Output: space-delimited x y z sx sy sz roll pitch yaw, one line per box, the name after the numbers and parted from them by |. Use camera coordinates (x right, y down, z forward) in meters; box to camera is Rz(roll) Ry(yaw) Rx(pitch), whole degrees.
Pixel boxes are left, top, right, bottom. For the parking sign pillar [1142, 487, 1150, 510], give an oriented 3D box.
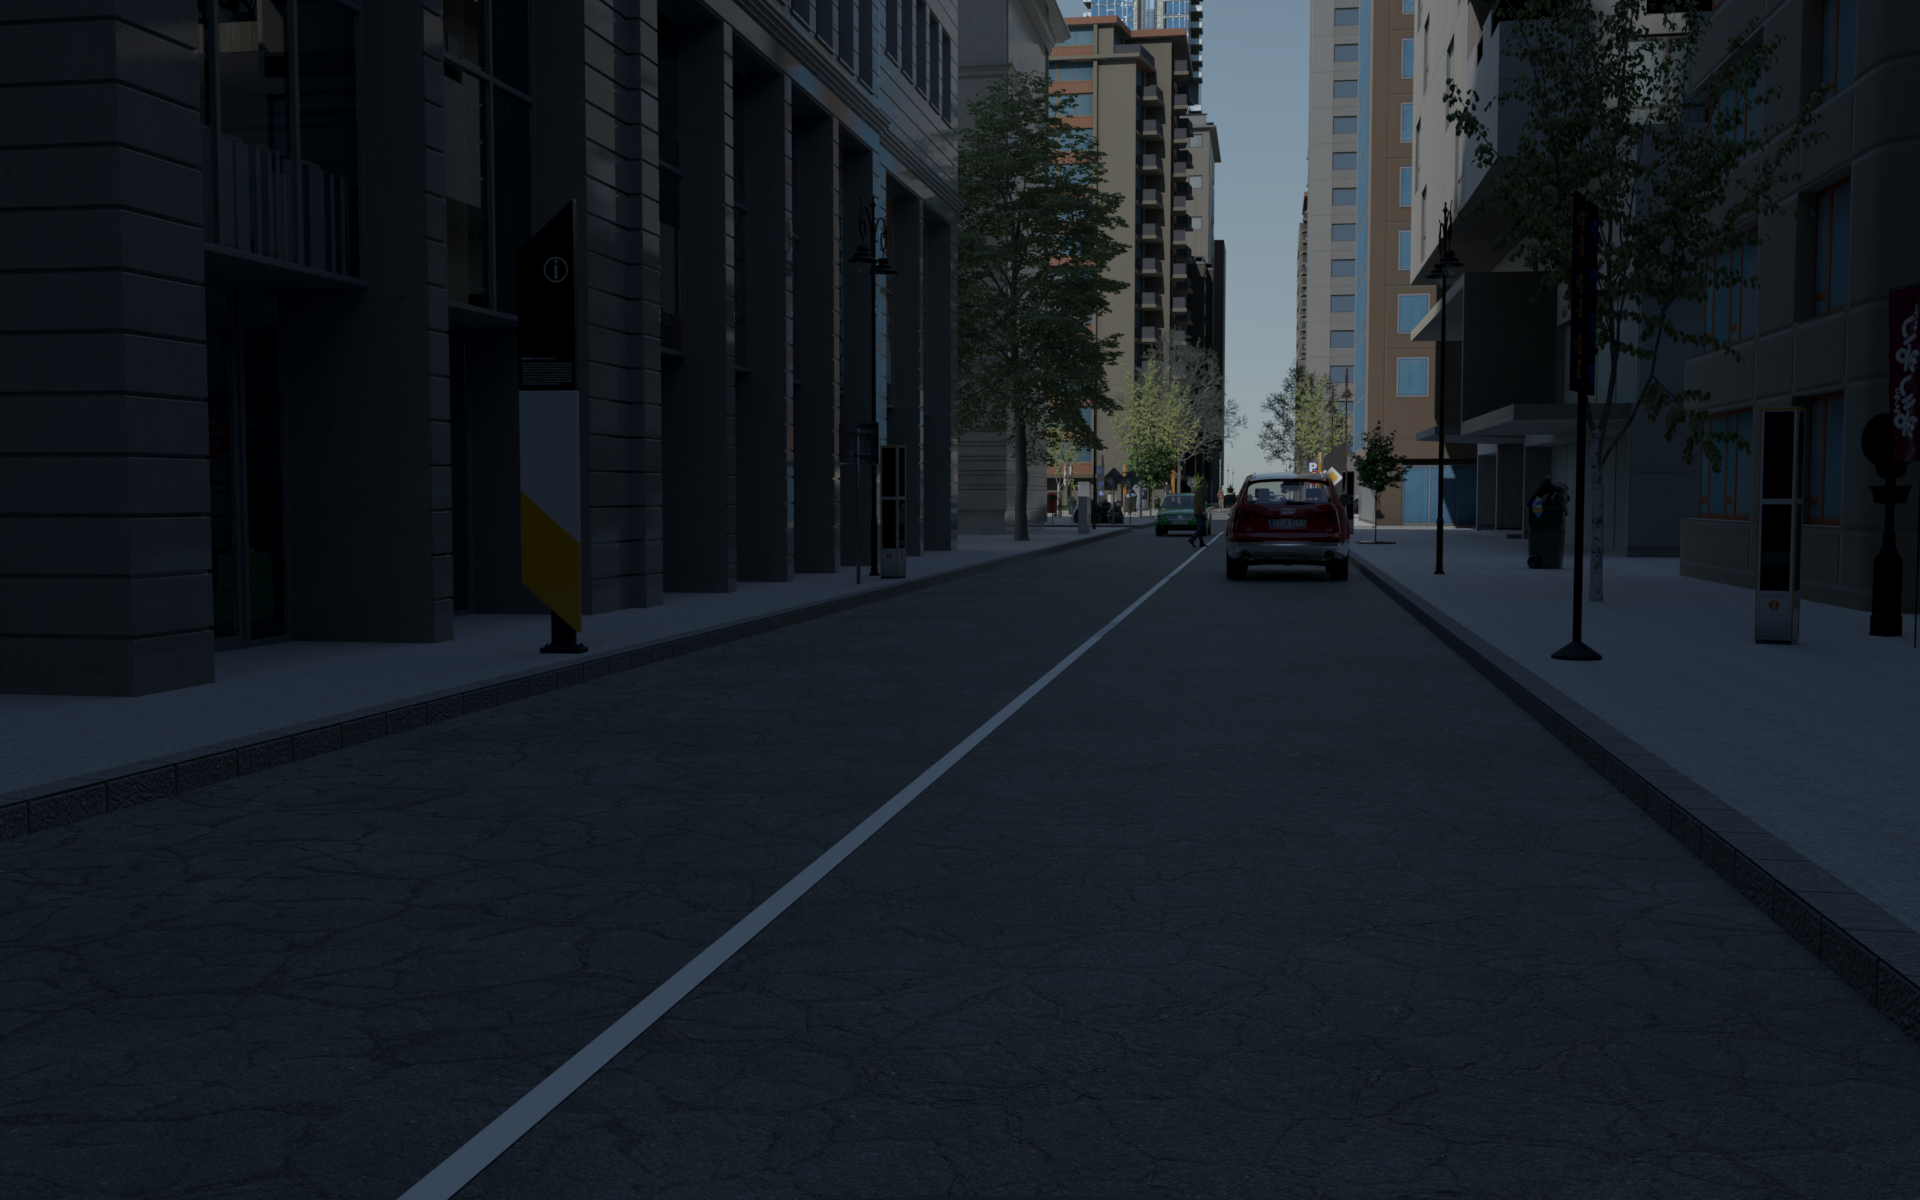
14.180 -9.016 135.878 1.447 3.967 1.447 3 5 42 | parking sign pillar

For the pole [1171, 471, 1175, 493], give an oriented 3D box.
16.393 -8.544 133.541 0.158 3.312 0.155 0 3 0 | pole

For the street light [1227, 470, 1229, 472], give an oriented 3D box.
41.184 -17.944 266.176 0.468 5.910 1.993 1 4 10 | street light

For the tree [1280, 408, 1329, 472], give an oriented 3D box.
27.787 -11.507 138.497 4.360 8.622 3.978 0 3 0 | tree

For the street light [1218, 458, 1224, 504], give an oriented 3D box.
34.830 -15.752 230.338 0.468 5.910 1.993 1 4 10 | street light

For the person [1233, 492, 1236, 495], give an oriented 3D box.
38.258 -14.221 241.684 0.551 1.740 0.621 2 4 31 | person

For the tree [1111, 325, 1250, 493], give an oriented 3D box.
15.893 -13.206 126.290 12.009 13.543 11.850 0 3 0 | tree

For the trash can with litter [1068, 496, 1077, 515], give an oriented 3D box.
7.086 -5.824 106.609 0.624 1.170 1.055 -2 4 -33 | trash can with litter

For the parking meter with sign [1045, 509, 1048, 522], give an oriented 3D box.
3.594 -5.108 79.780 0.543 3.016 1.738 1 4 20 | parking meter with sign

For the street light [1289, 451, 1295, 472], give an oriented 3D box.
35.630 -12.961 184.706 0.468 5.910 1.993 1 4 10 | street light

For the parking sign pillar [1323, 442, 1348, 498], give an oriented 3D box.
19.413 -6.201 89.860 1.447 3.967 1.447 3 4 37 | parking sign pillar

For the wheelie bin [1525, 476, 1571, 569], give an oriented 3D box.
10.135 -1.343 29.860 0.693 1.594 0.980 2 4 24 | wheelie bin

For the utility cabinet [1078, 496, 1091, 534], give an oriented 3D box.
4.024 -2.736 55.896 0.306 1.237 1.020 1 4 12 | utility cabinet

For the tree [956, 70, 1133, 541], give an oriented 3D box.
1.349 -7.892 47.168 7.486 12.596 7.792 0 3 0 | tree

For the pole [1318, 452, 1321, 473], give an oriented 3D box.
17.379 -5.490 83.605 0.158 3.312 0.155 0 3 0 | pole

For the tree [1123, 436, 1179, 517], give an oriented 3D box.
10.781 -7.004 98.229 4.285 4.588 4.351 0 3 0 | tree

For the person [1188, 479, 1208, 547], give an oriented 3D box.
6.471 -2.340 46.675 0.836 1.842 0.656 -3 5 -41 | person

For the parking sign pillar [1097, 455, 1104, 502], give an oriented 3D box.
9.669 -7.980 118.937 1.447 3.967 1.447 0 4 2 | parking sign pillar

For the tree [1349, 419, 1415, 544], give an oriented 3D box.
10.895 -3.067 44.740 1.663 3.219 1.824 0 3 0 | tree

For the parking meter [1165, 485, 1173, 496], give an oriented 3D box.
12.550 -6.015 104.053 0.399 1.863 0.255 -3 4 -36 | parking meter

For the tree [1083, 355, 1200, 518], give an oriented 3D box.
9.736 -8.693 92.501 4.737 8.622 4.395 0 3 0 | tree

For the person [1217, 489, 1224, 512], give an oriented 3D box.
21.483 -8.188 142.342 0.573 1.828 0.580 3 5 44 | person

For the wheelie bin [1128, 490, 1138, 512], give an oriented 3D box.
12.243 -7.085 123.751 0.693 1.594 0.980 -2 4 -34 | wheelie bin

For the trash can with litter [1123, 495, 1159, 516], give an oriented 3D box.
10.439 -5.677 103.883 2.233 1.210 1.678 -3 4 -37 | trash can with litter

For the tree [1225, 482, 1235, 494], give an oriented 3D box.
44.481 -17.755 284.893 1.663 3.219 1.824 0 3 0 | tree

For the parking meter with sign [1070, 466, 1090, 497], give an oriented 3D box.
7.756 -6.850 108.252 1.738 3.016 0.543 0 4 -7 | parking meter with sign

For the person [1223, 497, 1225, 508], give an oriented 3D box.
27.496 -10.353 181.001 0.697 1.427 0.421 2 4 33 | person

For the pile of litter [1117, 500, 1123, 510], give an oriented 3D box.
13.276 -7.862 142.502 1.719 0.858 1.176 -2 4 -29 | pile of litter

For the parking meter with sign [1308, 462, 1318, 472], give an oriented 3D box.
19.493 -6.094 95.896 0.543 3.016 1.738 1 4 9 | parking meter with sign

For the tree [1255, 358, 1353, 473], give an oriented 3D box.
23.758 -11.290 119.006 7.601 10.594 8.767 1 4 14 | tree

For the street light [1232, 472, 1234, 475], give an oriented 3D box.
47.488 -20.089 301.238 0.468 5.910 1.993 1 4 10 | street light

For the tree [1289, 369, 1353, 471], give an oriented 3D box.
21.084 -9.250 101.592 4.737 8.622 4.395 0 3 0 | tree

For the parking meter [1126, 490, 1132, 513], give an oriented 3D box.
11.348 -6.603 116.364 0.372 1.533 0.369 0 3 0 | parking meter

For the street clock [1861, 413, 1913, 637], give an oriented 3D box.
8.376 -0.675 15.609 0.358 2.002 0.471 -1 4 -20 | street clock

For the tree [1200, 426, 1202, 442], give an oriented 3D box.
13.187 -9.765 110.024 4.737 8.622 4.395 0 3 0 | tree

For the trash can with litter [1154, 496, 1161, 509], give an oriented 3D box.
16.696 -8.135 144.394 1.055 1.170 0.624 0 4 6 | trash can with litter

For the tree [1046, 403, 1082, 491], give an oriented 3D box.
7.990 -11.526 138.819 4.737 8.622 4.395 0 3 0 | tree

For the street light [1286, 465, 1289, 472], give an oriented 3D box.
42.002 -15.128 220.134 0.468 5.910 1.993 1 4 10 | street light

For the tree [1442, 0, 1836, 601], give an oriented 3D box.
7.614 -4.277 20.288 4.737 8.622 4.395 0 3 0 | tree

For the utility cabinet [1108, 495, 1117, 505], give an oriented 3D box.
11.979 -7.643 136.130 0.306 1.237 1.020 2 4 34 | utility cabinet

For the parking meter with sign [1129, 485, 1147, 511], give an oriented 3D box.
13.702 -8.406 133.693 0.543 3.016 1.738 -3 5 -45 | parking meter with sign

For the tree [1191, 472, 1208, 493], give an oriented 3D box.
21.458 -9.834 155.385 1.663 3.219 1.824 0 3 0 | tree

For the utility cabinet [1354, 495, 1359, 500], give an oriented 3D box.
28.270 -6.901 123.995 0.306 1.237 1.020 -1 4 -16 | utility cabinet

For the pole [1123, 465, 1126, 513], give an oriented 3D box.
11.406 -7.713 119.956 0.158 3.312 0.155 0 3 0 | pole
